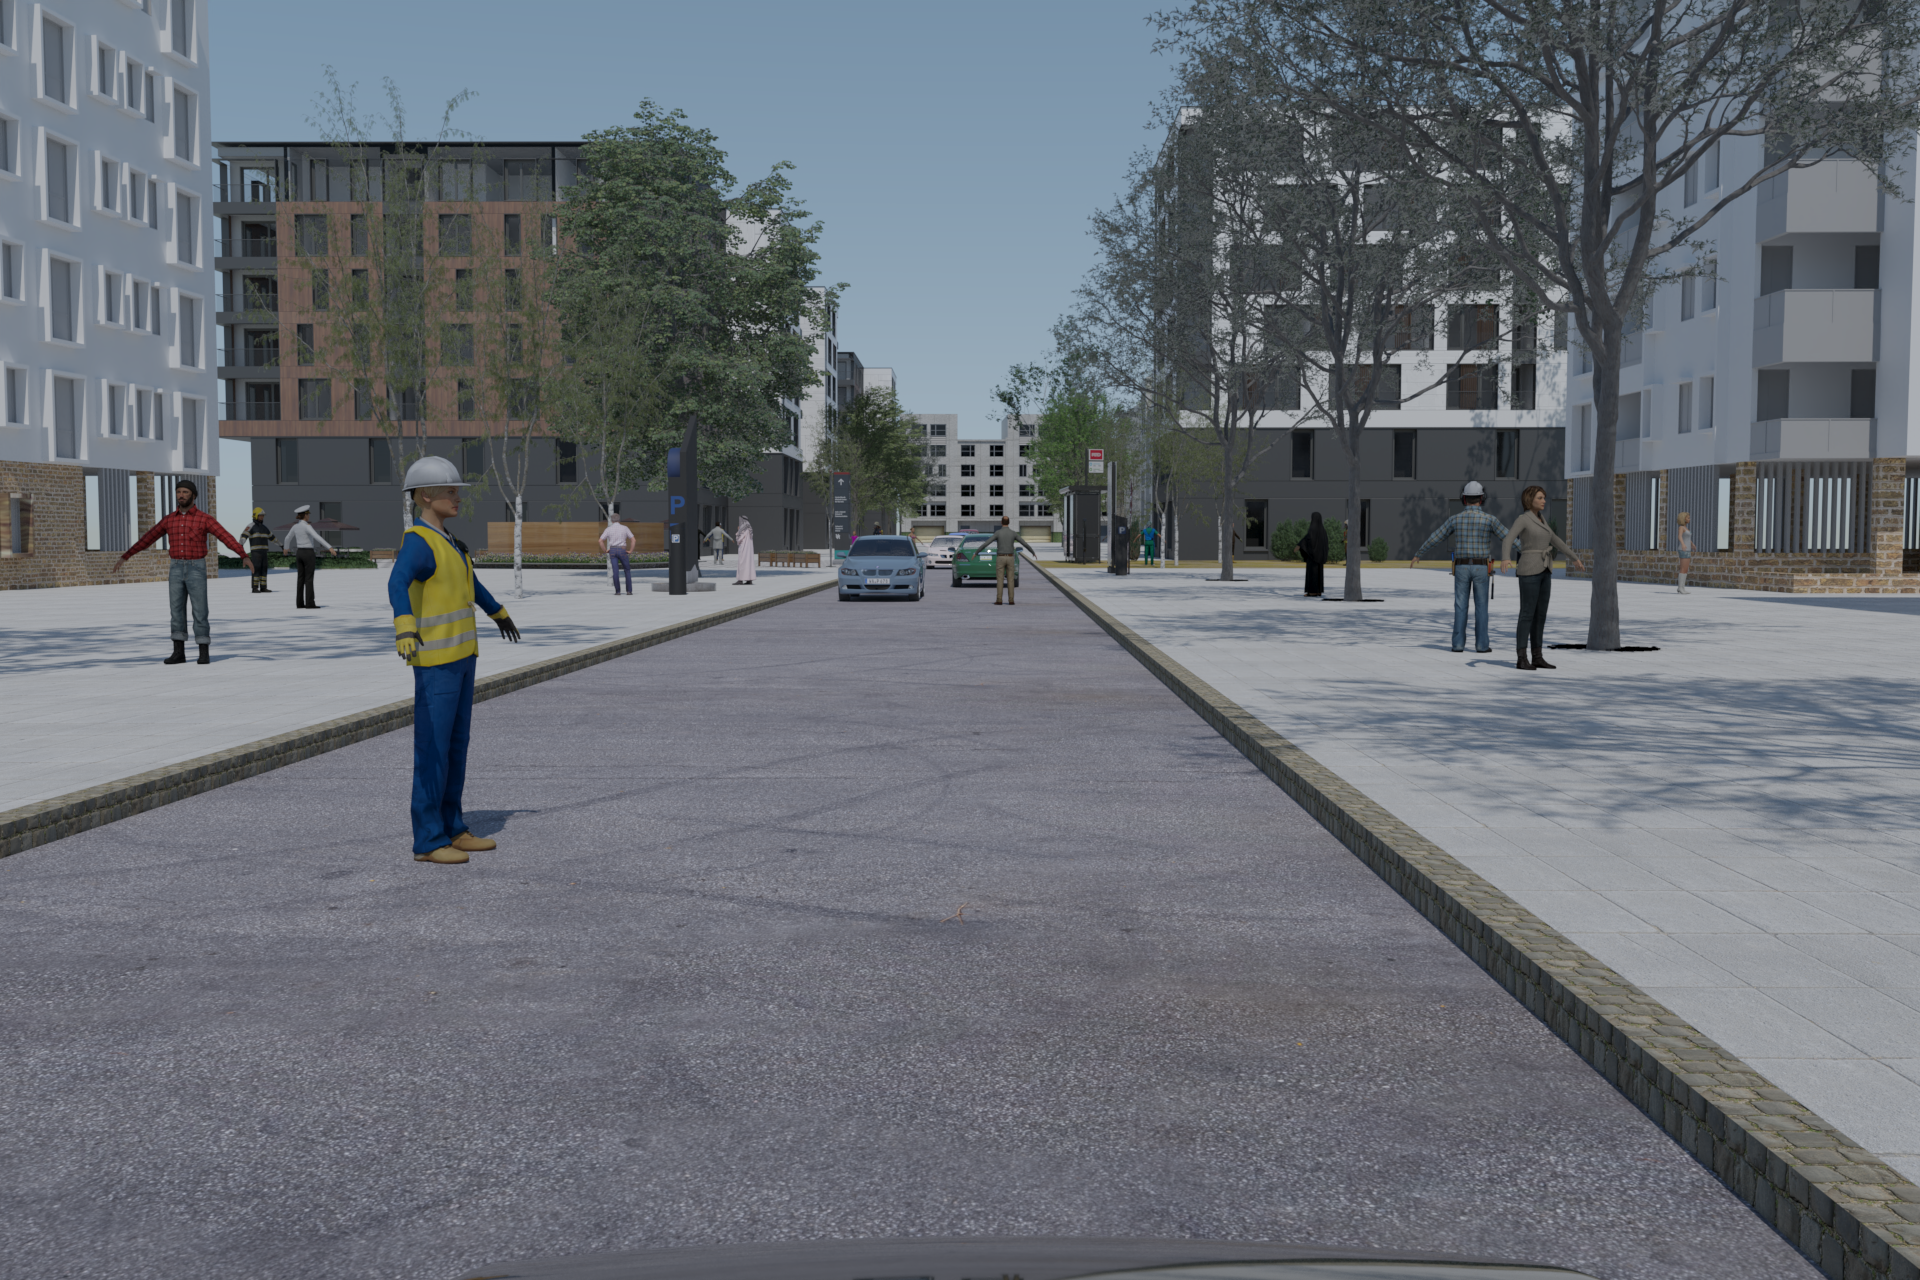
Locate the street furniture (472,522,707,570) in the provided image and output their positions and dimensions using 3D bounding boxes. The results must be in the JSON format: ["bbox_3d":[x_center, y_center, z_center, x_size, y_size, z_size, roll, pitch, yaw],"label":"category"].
[{"bbox_3d":[-14.175,-3.555,64.975,11.010,1.723,9.812,1,4,18],"label":"street furniture"}]

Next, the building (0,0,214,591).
[{"bbox_3d":[-26.532,-11.014,36.497,16.016,20.090,11.380,0,4,1],"label":"building"}]

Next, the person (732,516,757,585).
[{"bbox_3d":[-5.446,-2.260,43.659,0.621,1.740,0.551,0,4,-7],"label":"person"}]

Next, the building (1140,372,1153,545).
[{"bbox_3d":[29.028,-19.598,186.892,16.747,18.905,31.486,0,4,2],"label":"building"}]

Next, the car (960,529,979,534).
[{"bbox_3d":[0.712,-8.035,140.038,2.281,1.827,5.304,0,4,1],"label":"car"}]

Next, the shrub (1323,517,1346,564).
[{"bbox_3d":[15.705,-4.233,73.251,1.661,2.075,1.752,0,3,0],"label":"shrub"}]

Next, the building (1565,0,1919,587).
[{"bbox_3d":[23.100,-11.807,49.457,16.016,20.090,11.380,0,4,1],"label":"building"}]

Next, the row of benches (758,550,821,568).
[{"bbox_3d":[-6.618,-3.169,67.276,1.422,0.672,4.104,-2,4,-34],"label":"row of benches"}]

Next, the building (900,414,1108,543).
[{"bbox_3d":[6.693,-24.003,261.360,31.486,18.905,16.747,0,4,-2],"label":"building"}]

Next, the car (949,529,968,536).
[{"bbox_3d":[-0.061,-5.532,100.047,1.945,1.707,3.694,0,4,1],"label":"car"}]

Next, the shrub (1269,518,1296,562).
[{"bbox_3d":[15.227,-4.686,80.661,1.661,2.075,1.752,0,3,0],"label":"shrub"}]

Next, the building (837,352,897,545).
[{"bbox_3d":[-22.308,-22.412,210.411,27.936,21.610,32.646,0,4,0],"label":"building"}]

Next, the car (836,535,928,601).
[{"bbox_3d":[-1.695,-1.615,38.410,2.014,1.417,4.499,0,4,1],"label":"car"}]

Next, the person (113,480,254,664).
[{"bbox_3d":[-7.624,-0.671,17.081,1.345,1.816,0.704,0,4,-3],"label":"person"}]

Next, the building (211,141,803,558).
[{"bbox_3d":[-25.147,-16.072,106.753,27.936,21.610,32.646,0,4,0],"label":"building"}]

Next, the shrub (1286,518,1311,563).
[{"bbox_3d":[15.470,-4.522,77.969,1.661,2.075,1.752,0,3,0],"label":"shrub"}]

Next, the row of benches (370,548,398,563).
[{"bbox_3d":[-24.449,-3.801,77.611,4.104,0.672,1.422,0,4,0],"label":"row of benches"}]

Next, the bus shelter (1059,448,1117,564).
[{"bbox_3d":[5.706,-6.197,78.957,2.179,5.291,8.768,0,4,-1],"label":"bus shelter"}]

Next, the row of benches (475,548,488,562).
[{"bbox_3d":[-20.349,-3.958,80.180,4.104,0.672,1.422,-2,4,-35],"label":"row of benches"}]

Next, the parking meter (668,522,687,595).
[{"bbox_3d":[-5.950,-1.716,36.469,0.372,1.533,0.369,0,3,0],"label":"parking meter"}]

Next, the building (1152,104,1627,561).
[{"bbox_3d":[24.779,-15.600,99.030,27.936,21.610,32.646,0,4,1],"label":"building"}]

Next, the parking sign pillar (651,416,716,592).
[{"bbox_3d":[-6.207,-3.079,38.818,1.447,3.967,1.447,0,4,2],"label":"parking sign pillar"}]

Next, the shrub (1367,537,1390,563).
[{"bbox_3d":[18.802,-4.081,77.845,1.383,1.207,1.383,0,3,0],"label":"shrub"}]

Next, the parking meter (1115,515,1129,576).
[{"bbox_3d":[5.001,-2.920,53.448,0.399,1.863,0.255,0,4,1],"label":"parking meter"}]

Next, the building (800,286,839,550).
[{"bbox_3d":[-25.086,-18.162,140.924,27.936,21.610,32.646,0,4,1],"label":"building"}]

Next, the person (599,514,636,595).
[{"bbox_3d":[-7.170,-1.794,36.310,0.756,1.711,0.436,0,4,-4],"label":"person"}]

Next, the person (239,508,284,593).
[{"bbox_3d":[-15.234,-1.953,37.695,0.704,1.858,1.351,1,4,22],"label":"person"}]

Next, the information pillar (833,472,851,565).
[{"bbox_3d":[-4.946,-5.102,72.796,0.750,3.857,0.750,0,4,3],"label":"information pillar"}]

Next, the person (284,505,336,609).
[{"bbox_3d":[-11.204,-1.427,29.790,1.216,1.778,0.721,2,4,28],"label":"person"}]

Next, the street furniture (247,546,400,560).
[{"bbox_3d":[-31.080,-4.249,85.091,5.734,0.657,10.072,2,4,25],"label":"street furniture"}]

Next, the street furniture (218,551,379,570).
[{"bbox_3d":[-25.773,-3.044,65.395,5.734,0.657,10.072,-2,4,-30],"label":"street furniture"}]

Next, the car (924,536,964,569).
[{"bbox_3d":[-0.441,-3.646,71.966,2.083,1.381,4.827,0,4,1],"label":"car"}]

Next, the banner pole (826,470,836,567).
[{"bbox_3d":[-5.035,-4.752,67.718,0.401,3.779,0.863,0,4,1],"label":"banner pole"}]

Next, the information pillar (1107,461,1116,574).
[{"bbox_3d":[4.982,-4.008,56.846,0.184,3.620,1.656,0,4,1],"label":"information pillar"}]

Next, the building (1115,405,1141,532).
[{"bbox_3d":[30.574,-24.413,230.088,19.493,23.208,18.063,0,4,1],"label":"building"}]

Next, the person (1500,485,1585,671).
[{"bbox_3d":[5.489,-0.588,16.370,1.215,1.744,0.721,-3,4,-36],"label":"person"}]

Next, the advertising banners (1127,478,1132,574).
[{"bbox_3d":[5.392,-3.619,55.363,0.090,3.025,2.074,0,4,1],"label":"advertising banners"}]

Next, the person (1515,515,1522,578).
[{"bbox_3d":[16.545,-2.756,50.922,0.704,1.845,1.351,-1,4,-12],"label":"person"}]

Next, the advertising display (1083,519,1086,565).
[{"bbox_3d":[5.226,-4.128,72.702,0.123,1.923,0.974,0,4,2],"label":"advertising display"}]

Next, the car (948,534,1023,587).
[{"bbox_3d":[0.708,-2.217,48.044,2.131,1.459,4.920,0,4,1],"label":"car"}]
